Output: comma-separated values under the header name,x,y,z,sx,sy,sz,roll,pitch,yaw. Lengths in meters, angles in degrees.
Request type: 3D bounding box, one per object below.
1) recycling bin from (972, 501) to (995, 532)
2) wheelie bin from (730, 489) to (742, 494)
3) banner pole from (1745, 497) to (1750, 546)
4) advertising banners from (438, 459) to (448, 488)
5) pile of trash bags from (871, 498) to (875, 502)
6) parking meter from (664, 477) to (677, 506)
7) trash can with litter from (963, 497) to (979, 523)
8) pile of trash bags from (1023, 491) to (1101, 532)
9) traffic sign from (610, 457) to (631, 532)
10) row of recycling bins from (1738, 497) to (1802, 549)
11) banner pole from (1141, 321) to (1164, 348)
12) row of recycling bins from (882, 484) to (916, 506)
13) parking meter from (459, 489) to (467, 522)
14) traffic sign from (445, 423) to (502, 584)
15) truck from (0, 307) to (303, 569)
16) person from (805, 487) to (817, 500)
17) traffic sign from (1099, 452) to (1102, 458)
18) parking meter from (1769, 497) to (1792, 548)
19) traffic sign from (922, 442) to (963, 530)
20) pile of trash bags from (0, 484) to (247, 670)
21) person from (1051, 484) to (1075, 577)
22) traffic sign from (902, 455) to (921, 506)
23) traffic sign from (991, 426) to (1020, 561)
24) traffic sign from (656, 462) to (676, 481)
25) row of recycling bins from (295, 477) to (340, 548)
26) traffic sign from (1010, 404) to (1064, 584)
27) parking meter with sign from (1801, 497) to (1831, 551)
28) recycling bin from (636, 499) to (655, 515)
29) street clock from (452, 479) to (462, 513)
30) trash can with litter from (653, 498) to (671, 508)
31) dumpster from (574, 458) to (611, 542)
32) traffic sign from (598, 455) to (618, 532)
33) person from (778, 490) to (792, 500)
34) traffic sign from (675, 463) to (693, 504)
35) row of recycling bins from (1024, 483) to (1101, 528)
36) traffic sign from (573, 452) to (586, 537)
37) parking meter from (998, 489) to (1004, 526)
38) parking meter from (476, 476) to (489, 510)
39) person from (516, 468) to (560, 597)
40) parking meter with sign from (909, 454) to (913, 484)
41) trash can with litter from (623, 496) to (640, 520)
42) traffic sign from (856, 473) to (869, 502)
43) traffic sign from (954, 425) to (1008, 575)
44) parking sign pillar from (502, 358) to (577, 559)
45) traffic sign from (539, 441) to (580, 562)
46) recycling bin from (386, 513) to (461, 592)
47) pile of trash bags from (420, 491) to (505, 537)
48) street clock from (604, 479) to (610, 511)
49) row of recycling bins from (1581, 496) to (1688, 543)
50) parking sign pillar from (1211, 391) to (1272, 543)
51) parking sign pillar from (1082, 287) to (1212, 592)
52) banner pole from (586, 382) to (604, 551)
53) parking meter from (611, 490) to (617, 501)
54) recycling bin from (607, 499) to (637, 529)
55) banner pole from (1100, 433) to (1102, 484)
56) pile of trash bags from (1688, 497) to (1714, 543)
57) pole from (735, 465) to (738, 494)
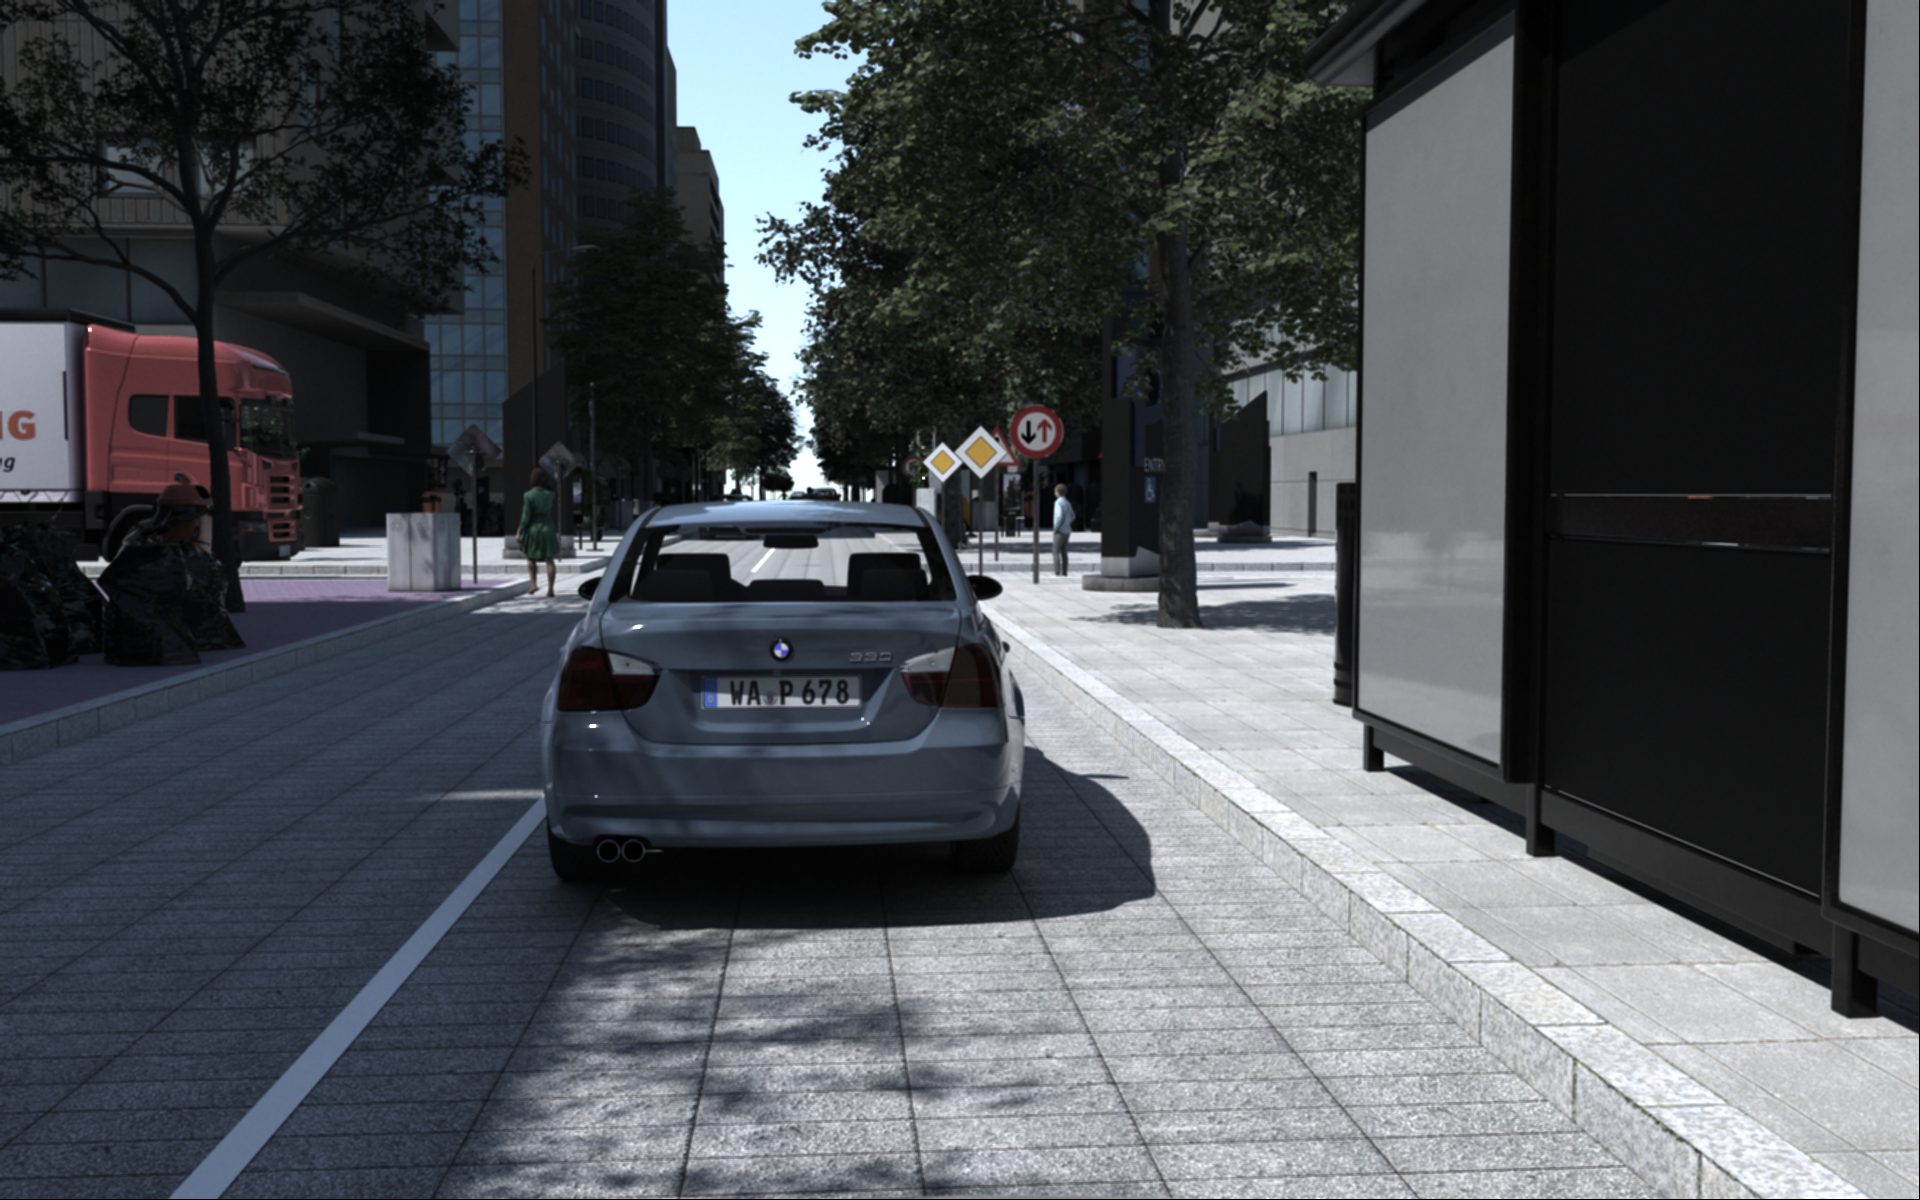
name,x,y,z,sx,sy,sz,roll,pitch,yaw
recycling bin,0.789,-2.873,59.520,0.722,1.027,0.722,2,4,30
wheelie bin,-13.782,-6.044,106.732,0.980,1.594,0.693,2,4,30
banner pole,15.960,-2.764,35.208,0.401,3.779,0.863,0,4,5
advertising banners,-24.509,-5.117,79.855,2.074,3.025,0.090,1,4,13
pile of trash bags,-4.015,-5.947,106.992,1.912,1.369,3.447,1,4,19
parking meter,-9.845,-3.259,58.997,0.255,1.863,0.399,3,5,41
trash can with litter,0.474,-4.032,77.314,1.055,1.170,0.624,-2,4,-33
pile of trash bags,3.756,-3.015,59.041,3.447,1.369,1.912,2,4,25
traffic sign,-11.634,-3.616,59.227,0.768,2.556,0.104,0,4,4
row of recycling bins,20.175,-2.055,40.714,3.534,1.692,1.069,0,3,0
banner pole,2.723,-2.124,24.741,0.863,3.779,0.401,0,4,-4
row of recycling bins,-1.575,-3.718,67.906,3.534,1.692,1.069,2,4,33
parking meter,-22.934,-4.374,79.918,0.372,1.533,0.369,0,3,0
traffic sign,-6.923,-1.288,24.695,0.795,2.450,0.064,0,4,-5
truck,-15.689,-2.340,27.167,11.283,4.237,2.839,0,4,-3
person,-7.155,-4.589,83.895,0.716,1.782,0.532,2,4,28
traffic sign,2.483,-1.565,25.598,0.884,2.594,0.081,0,4,-1
parking meter,18.511,-2.041,39.076,0.399,1.863,0.255,3,5,43
traffic sign,-0.333,-1.808,33.206,0.795,2.450,0.064,0,4,-5
pile of trash bags,-6.844,-0.275,14.249,1.912,1.369,3.447,0,4,-7
person,1.690,-1.138,28.925,0.330,1.601,0.589,3,5,40
traffic sign,-1.539,-3.497,57.284,0.768,2.556,0.104,0,4,-4
traffic sign,0.699,-2.019,33.012,0.884,2.594,0.081,0,4,3
traffic sign,-11.761,-4.233,69.322,0.768,2.556,0.104,0,4,-1
row of recycling bins,-16.467,-2.179,42.742,3.534,1.692,1.069,3,5,41
traffic sign,1.090,-1.506,24.724,0.768,2.556,0.104,0,4,3
parking meter with sign,17.492,-2.382,35.202,1.738,3.016,0.543,-3,5,-43
recycling bin,-10.895,-2.994,61.513,0.722,1.027,0.722,-3,5,-43
street clock,-23.988,-4.773,82.606,0.358,2.002,0.471,2,4,25
trash can with litter,-9.554,-2.666,54.971,0.624,1.170,1.055,-2,4,-24
dumpster,-10.339,-2.721,46.982,1.502,2.255,1.985,0,4,-4
traffic sign,-11.913,-3.559,58.186,0.884,2.594,0.081,0,4,3
person,-13.687,-7.697,135.126,1.217,1.735,0.721,1,4,15
traffic sign,-11.408,-4.362,71.424,0.768,2.556,0.104,0,4,-1
row of recycling bins,3.967,-3.581,65.657,3.534,1.692,1.069,2,4,35
traffic sign,-11.625,-3.190,52.269,0.768,2.556,0.104,0,4,-4
parking meter,1.589,-3.721,69.250,0.372,1.533,0.369,0,3,0
parking meter,-15.355,-3.057,55.689,0.399,1.863,0.255,0,4,5
person,-5.877,-0.946,24.217,0.600,1.795,0.529,-3,5,-45
parking meter with sign,-1.496,-4.925,76.791,1.738,3.016,0.543,-2,4,-27
trash can with litter,-16.043,-4.500,84.963,1.055,1.170,0.624,2,4,33
traffic sign,-6.018,-6.530,106.866,0.768,2.556,0.104,0,4,2
traffic sign,0.300,-1.321,25.246,0.795,2.450,0.064,0,4,-5
parking sign pillar,-8.418,-2.819,34.565,1.447,3.967,1.447,0,4,6
traffic sign,-7.556,-1.774,32.655,0.795,2.450,0.064,0,4,-5
recycling bin,-7.105,-0.637,22.969,0.722,1.027,0.722,1,4,11
pile of trash bags,-14.542,-2.599,52.249,3.447,1.369,1.912,-2,4,-35
street clock,-16.990,-4.781,82.733,0.471,2.002,0.358,-2,4,-32
row of recycling bins,6.504,-0.786,19.962,3.534,1.692,1.069,0,4,2
parking sign pillar,7.526,-3.501,45.721,1.447,3.967,1.447,3,4,36
parking sign pillar,2.361,-2.122,23.167,1.447,3.967,1.447,2,4,30
banner pole,-8.211,-2.977,38.694,0.401,3.779,0.863,0,4,-4
parking meter,-20.179,-5.657,100.909,0.372,1.533,0.369,0,3,0
recycling bin,-12.504,-3.132,63.754,0.722,1.027,0.722,-3,5,-41
banner pole,5.902,-4.994,71.676,0.401,3.779,0.863,1,4,22
pile of trash bags,15.790,-1.881,40.512,3.447,1.369,1.912,2,4,29
pole,-12.853,-6.481,99.812,0.158,3.312,0.155,0,3,0
